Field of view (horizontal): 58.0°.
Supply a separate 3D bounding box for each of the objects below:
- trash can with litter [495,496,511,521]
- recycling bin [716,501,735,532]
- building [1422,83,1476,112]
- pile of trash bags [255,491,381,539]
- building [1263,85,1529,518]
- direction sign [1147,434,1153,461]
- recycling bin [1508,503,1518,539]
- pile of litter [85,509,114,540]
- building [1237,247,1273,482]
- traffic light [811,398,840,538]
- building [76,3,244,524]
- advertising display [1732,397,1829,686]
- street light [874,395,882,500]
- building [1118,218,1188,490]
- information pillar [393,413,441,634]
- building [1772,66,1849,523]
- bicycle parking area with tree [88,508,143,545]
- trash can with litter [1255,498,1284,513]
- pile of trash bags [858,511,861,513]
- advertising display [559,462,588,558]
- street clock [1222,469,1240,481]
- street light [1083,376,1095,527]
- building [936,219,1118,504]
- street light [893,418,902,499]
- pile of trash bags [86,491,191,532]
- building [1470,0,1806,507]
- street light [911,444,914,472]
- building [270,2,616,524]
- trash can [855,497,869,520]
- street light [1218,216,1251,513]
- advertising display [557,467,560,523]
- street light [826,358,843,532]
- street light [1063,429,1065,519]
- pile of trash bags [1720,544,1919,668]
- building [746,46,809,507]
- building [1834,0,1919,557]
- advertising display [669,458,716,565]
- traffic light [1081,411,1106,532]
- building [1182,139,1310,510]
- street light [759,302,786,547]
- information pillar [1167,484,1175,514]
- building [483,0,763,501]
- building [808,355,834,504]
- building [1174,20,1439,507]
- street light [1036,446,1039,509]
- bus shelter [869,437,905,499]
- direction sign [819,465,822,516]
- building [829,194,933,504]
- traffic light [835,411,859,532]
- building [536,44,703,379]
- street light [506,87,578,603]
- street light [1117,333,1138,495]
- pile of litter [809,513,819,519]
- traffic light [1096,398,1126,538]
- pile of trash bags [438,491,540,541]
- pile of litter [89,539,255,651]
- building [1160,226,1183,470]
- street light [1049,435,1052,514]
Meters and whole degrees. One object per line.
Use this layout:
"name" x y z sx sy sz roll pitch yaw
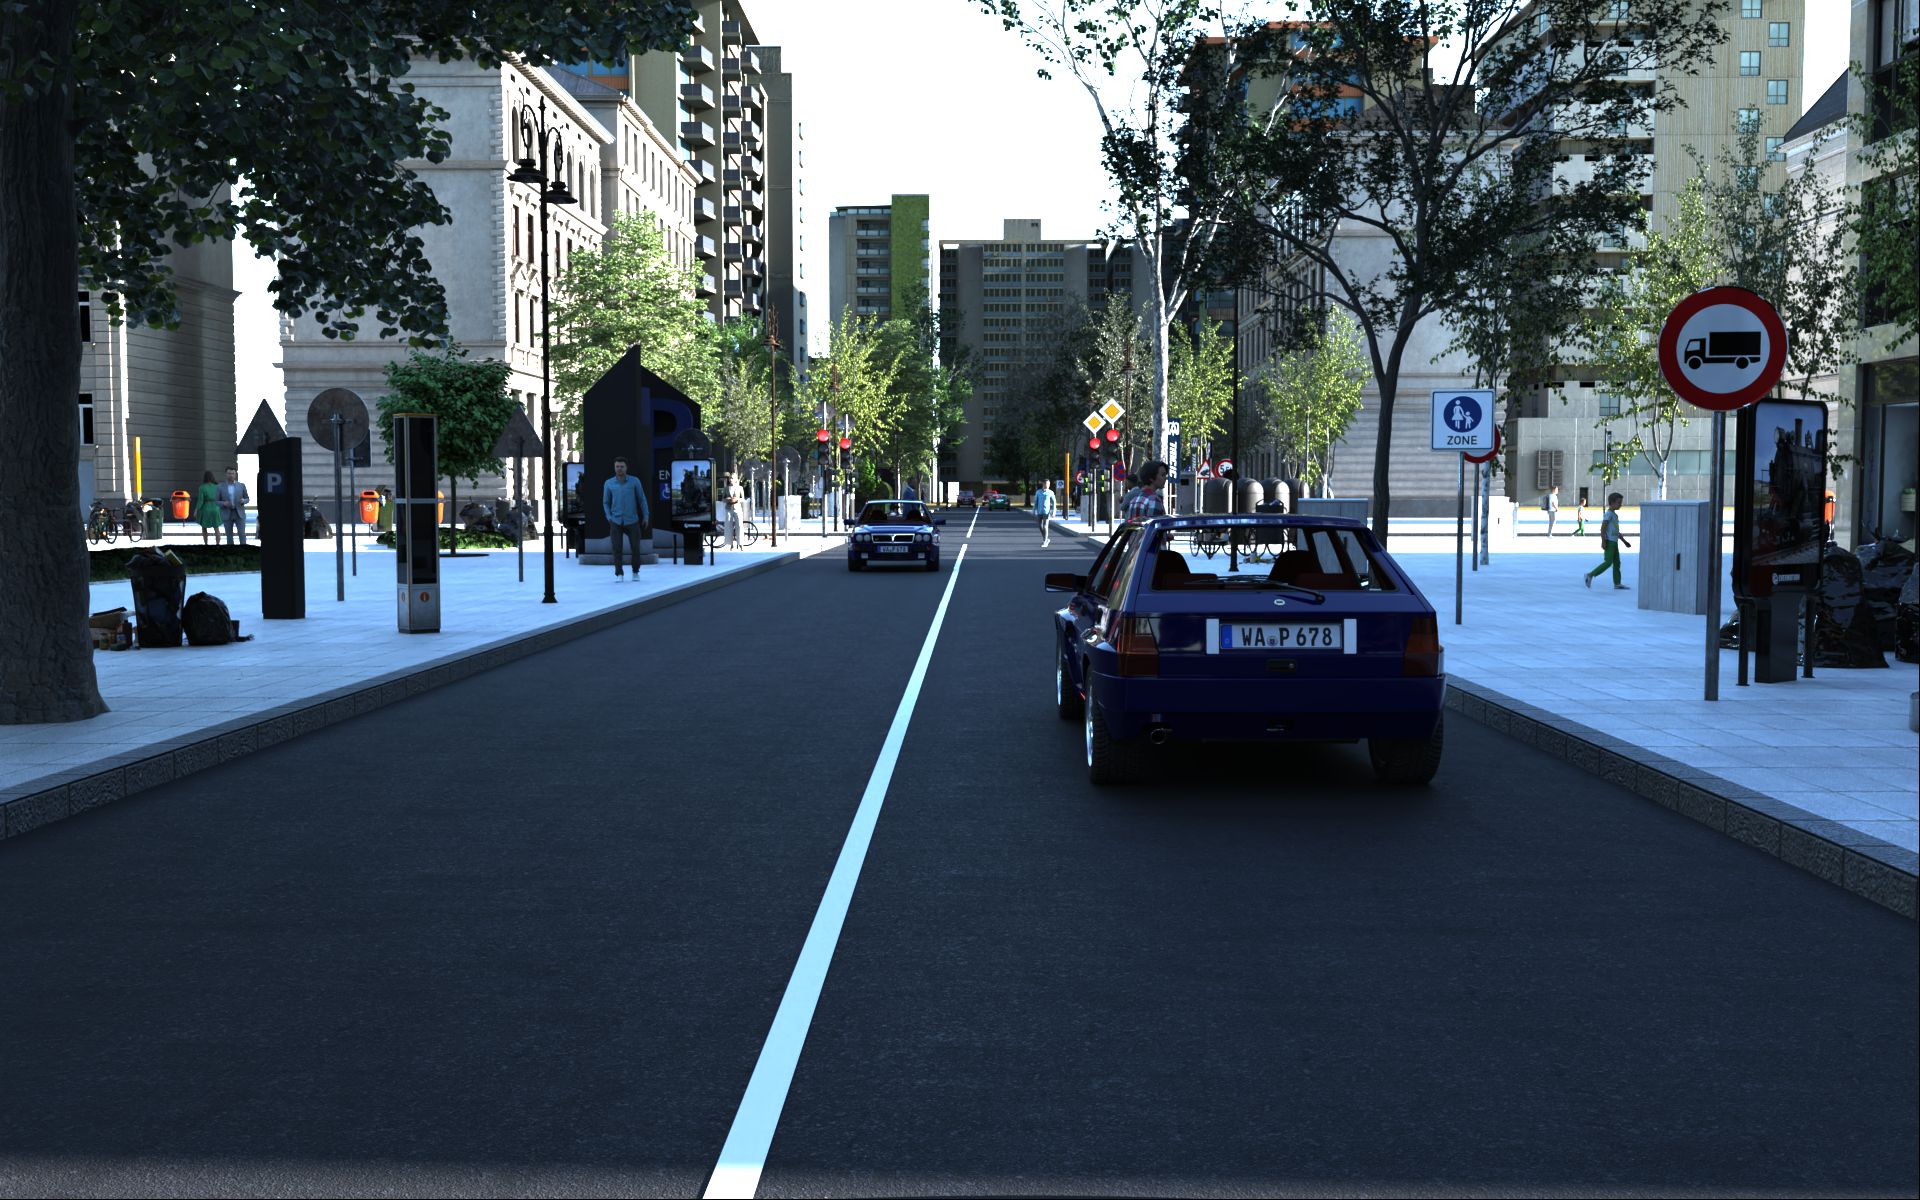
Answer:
"trash can with litter" -16.100 -2.962 59.479 2.233 1.210 1.678 -3 4 -37
"recycling bin" -8.007 -2.863 59.360 0.722 1.027 0.722 0 4 5
"building" 45.984 -32.812 186.589 14.200 45.320 14.600 0 4 1
"pile of trash bags" -18.442 -2.445 49.725 3.447 1.369 1.912 -1 4 -18
"building" 24.575 -16.673 101.482 11.050 23.489 19.941 0 4 1
"direction sign" 7.485 -4.481 65.260 0.876 3.537 0.379 -1 4 -11
"recycling bin" 15.539 -2.274 49.731 0.722 1.027 0.722 3 5 40
"pile of litter" -24.583 -2.143 49.002 1.176 0.858 1.719 -2 4 -23
"building" 26.185 -17.540 122.932 11.583 22.565 21.152 0 4 1
"traffic light" -3.950 -3.779 50.704 0.839 4.253 0.868 0 4 1
"building" -47.540 -17.215 78.721 25.104 27.353 12.463 0 4 1
"advertising display" 5.586 -0.403 11.802 0.974 1.923 0.123 -3 4 -36
"street light" -3.896 -6.613 80.908 0.468 5.910 1.993 0 4 1
"building" 32.928 -33.923 246.514 23.993 40.220 32.217 0 4 1
"information pillar" -5.013 -0.703 15.993 0.304 2.012 0.304 -3 5 -39
"building" 40.103 -13.832 77.070 40.483 20.767 10.553 0 4 1
"bicycle parking area with tree" -25.417 -3.387 42.376 8.231 4.147 9.016 1 4 15
"trash can with litter" 6.178 -1.298 32.283 2.233 1.210 1.678 0 4 -3
"pile of trash bags" -7.298 -6.632 118.178 1.912 1.369 3.447 0 4 7
"advertising display" -7.589 -1.817 34.923 0.123 1.923 0.974 3 4 38
"street clock" 7.821 -2.783 50.073 0.471 2.002 0.358 0 4 -2
"street light" 5.100 -5.817 67.891 0.468 5.910 1.993 0 4 1
"building" 8.778 -33.957 247.069 23.993 40.220 32.217 0 4 1
"street light" -3.703 -7.927 102.394 0.468 5.910 1.993 0 4 1
"pile of trash bags" -28.048 -3.019 59.112 3.447 1.369 1.912 0 4 -6
"building" 67.908 -36.134 180.022 27.495 52.752 28.713 0 4 1
"street light" -3.440 -9.255 124.102 0.468 5.910 1.993 0 4 1
"building" -23.925 -15.511 82.489 11.050 23.489 19.941 0 4 1
"trash can" -4.469 -4.031 77.558 0.748 1.137 0.748 0 3 0
"street light" 4.541 -3.410 28.547 0.468 5.910 1.993 0 4 1
"advertising display" -9.015 -2.149 40.350 0.974 1.923 0.123 3 5 39
"street light" -4.245 -5.269 58.937 0.468 5.910 1.993 0 4 1
"street light" 5.398 -7.132 89.390 0.468 5.910 1.993 0 4 1
"pile of trash bags" 7.070 -0.201 13.034 1.912 1.369 3.447 0 4 7
"building" -27.871 -34.365 185.569 21.600 48.544 21.300 0 4 1
"building" 27.853 -13.103 18.750 19.350 26.468 34.151 0 4 1
"advertising display" -4.834 -1.598 31.342 0.974 1.923 0.123 2 4 30
"traffic light" 4.520 -4.261 58.589 0.839 4.253 0.868 0 4 1
"building" 26.709 -22.791 144.339 14.160 30.474 14.107 0 4 1
"street light" -4.508 -4.223 41.836 0.468 5.910 1.993 0 4 1
"information pillar" 7.132 -3.327 58.882 0.304 2.012 0.304 -3 5 -42
"building" -28.954 -30.208 148.533 22.147 44.769 28.867 0 4 1
"building" -32.131 -24.557 246.553 28.899 21.520 27.650 0 4 1
"building" 32.220 -31.264 165.792 22.147 44.769 28.867 0 4 1
"street light" 5.995 -9.803 133.070 0.468 5.910 1.993 0 4 1
"bus shelter" -5.242 -8.998 124.748 2.179 5.291 8.768 0 4 1
"direction sign" -8.248 -6.767 102.634 0.379 3.537 0.876 -1 4 -11
"building" -10.745 -33.912 238.060 14.086 41.232 14.154 0 4 1
"traffic light" -3.840 -4.267 58.688 0.839 4.253 0.868 0 4 1
"building" -23.684 -18.820 104.973 12.463 27.353 25.104 0 4 1
"street light" -4.844 -2.904 20.262 0.468 5.910 1.993 0 4 1
"street light" 4.823 -4.724 50.032 0.468 5.910 1.993 0 4 1
"pile of litter" -8.123 -4.738 91.431 1.176 0.858 1.719 -2 4 -30
"traffic light" 4.410 -3.773 50.605 0.839 4.253 0.868 0 4 1
"pile of trash bags" -13.334 -2.336 47.938 3.447 1.369 1.912 1 4 14
"pile of litter" -6.921 -0.046 14.725 1.719 0.858 1.176 -2 4 -24
"building" 28.018 -25.451 187.824 14.160 30.474 14.107 0 4 1
"street light" 5.779 -8.489 111.584 0.468 5.910 1.993 0 4 1
